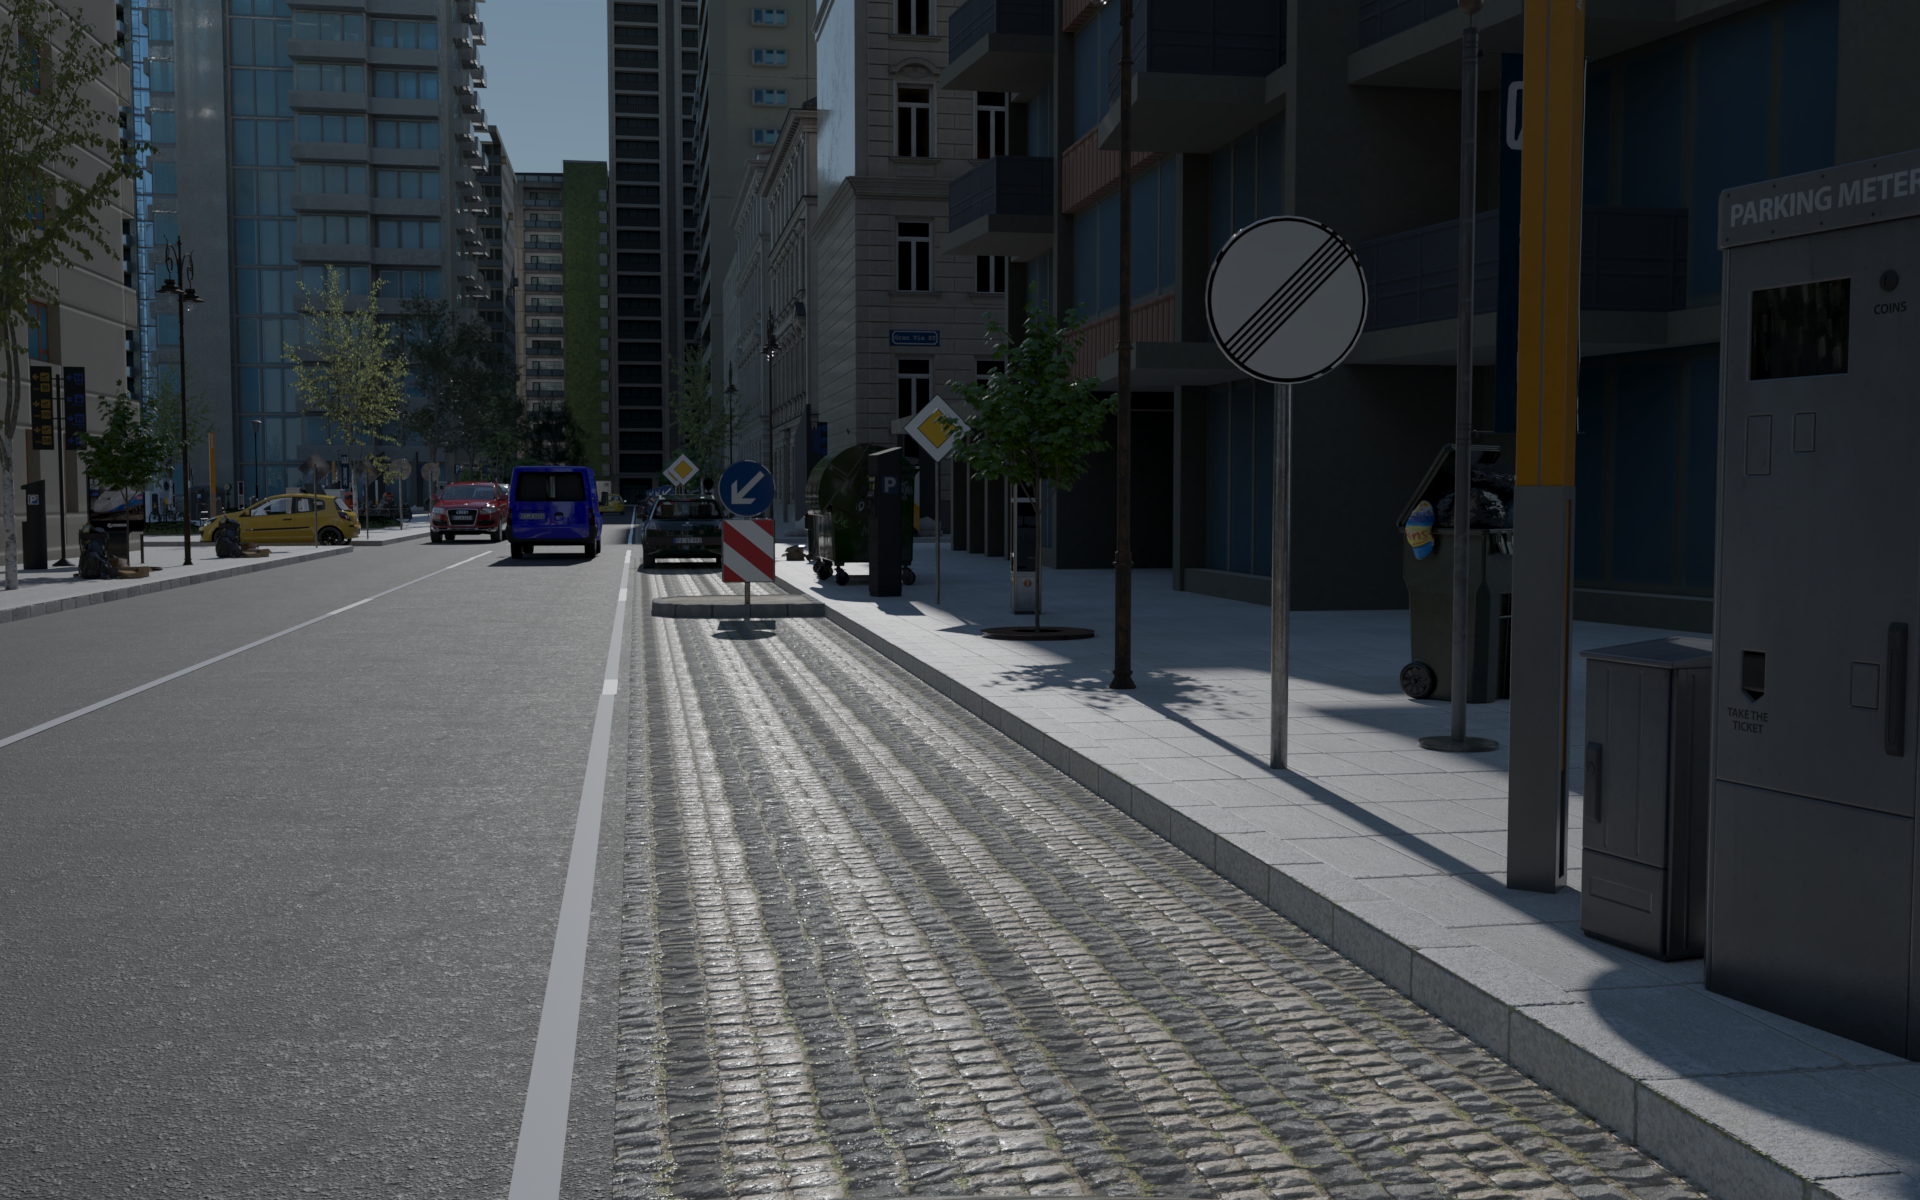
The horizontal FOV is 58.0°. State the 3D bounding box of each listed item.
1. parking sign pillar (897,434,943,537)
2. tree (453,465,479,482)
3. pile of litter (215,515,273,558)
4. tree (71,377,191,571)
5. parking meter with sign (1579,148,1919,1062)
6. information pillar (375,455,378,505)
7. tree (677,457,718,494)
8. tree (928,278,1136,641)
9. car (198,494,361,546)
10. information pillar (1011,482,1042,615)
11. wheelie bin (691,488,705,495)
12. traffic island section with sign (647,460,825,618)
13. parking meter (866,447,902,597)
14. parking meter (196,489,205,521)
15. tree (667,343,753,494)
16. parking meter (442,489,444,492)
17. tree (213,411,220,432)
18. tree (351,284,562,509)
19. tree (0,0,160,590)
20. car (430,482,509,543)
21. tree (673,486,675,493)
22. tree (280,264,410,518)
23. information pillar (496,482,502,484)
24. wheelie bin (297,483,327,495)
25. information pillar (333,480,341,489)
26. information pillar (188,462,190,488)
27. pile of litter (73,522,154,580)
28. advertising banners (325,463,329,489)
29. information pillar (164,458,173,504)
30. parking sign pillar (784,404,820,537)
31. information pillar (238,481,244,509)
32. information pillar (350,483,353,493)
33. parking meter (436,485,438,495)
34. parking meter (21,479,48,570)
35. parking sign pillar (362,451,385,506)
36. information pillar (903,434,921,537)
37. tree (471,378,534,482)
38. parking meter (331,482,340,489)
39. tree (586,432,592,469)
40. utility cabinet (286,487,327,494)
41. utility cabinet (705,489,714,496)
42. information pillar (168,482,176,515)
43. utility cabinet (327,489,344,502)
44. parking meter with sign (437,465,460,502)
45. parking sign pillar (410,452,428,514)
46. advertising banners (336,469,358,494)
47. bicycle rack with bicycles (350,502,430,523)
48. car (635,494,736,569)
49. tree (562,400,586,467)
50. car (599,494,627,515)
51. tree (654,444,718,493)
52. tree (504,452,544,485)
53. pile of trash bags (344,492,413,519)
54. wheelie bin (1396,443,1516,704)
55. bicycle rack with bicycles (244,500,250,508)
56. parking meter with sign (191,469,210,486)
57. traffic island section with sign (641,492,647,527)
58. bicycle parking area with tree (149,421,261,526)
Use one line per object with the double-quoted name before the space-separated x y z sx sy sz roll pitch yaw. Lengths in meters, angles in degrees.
"parking sign pillar" -1.239 -3.912 52.429 1.447 3.967 1.447 0 4 4
"tree" -34.001 -7.687 120.288 1.663 3.219 1.824 0 3 0
"pile of litter" -14.655 -1.311 35.393 1.176 0.858 1.719 0 4 -4
"tree" -14.010 -2.100 28.943 1.663 3.219 1.824 0 3 0
"parking meter with sign" 2.247 -0.485 4.199 0.543 3.016 1.738 -1 4 -22
"information pillar" -34.794 -6.846 103.292 0.183 3.616 0.504 -2 4 -23
"tree" -14.852 -6.361 98.598 1.663 3.219 1.824 0 3 0
"tree" 0.689 -1.289 15.681 1.663 3.219 1.824 0 3 0
"car" -17.982 -2.176 45.808 3.980 1.641 2.015 -1 4 -10
"information pillar" 0.706 -0.856 18.493 0.304 2.012 0.304 0 4 -5
"wheelie bin" -12.921 -4.765 85.821 0.980 1.594 0.693 2 4 27
"traffic island section with sign" -2.720 -0.752 20.918 1.989 1.847 2.006 -1 4 -11
"parking meter" -0.947 -0.975 21.649 0.399 1.863 0.255 -2 4 -30
"parking meter" -36.525 -4.580 83.300 0.372 1.533 0.369 0 3 0
"tree" -12.376 -8.163 83.824 4.737 8.622 4.395 0 3 0
"parking meter" -22.535 -4.140 76.094 0.372 1.533 0.369 0 3 0
"tree" -41.004 -8.549 90.142 4.737 8.622 4.395 0 3 0
"tree" -23.990 -8.777 77.918 8.767 10.594 7.601 3 4 36
"tree" -12.972 -4.439 22.936 4.737 8.622 4.395 0 3 0
"car" -14.905 -2.707 52.930 2.281 1.827 5.304 -1 4 -9
"tree" -28.083 -10.860 172.166 1.663 3.219 1.824 0 3 0
"tree" -19.368 -6.412 55.191 4.360 8.622 3.978 0 3 0
"information pillar" -27.068 -5.953 101.820 0.304 2.012 0.304 -2 4 -26
"wheelie bin" -18.097 -2.473 48.336 0.693 1.594 0.980 2 4 24
"information pillar" -32.239 -5.209 89.655 0.304 2.012 0.304 1 4 23
"information pillar" -48.545 -7.184 108.812 0.504 3.616 0.183 2 4 31
"pile of litter" -13.092 -0.780 26.720 1.176 0.858 1.719 -1 4 -17
"advertising banners" -35.772 -6.170 97.069 0.090 3.025 2.074 0 4 2
"information pillar" -50.750 -7.325 111.121 0.504 3.616 0.183 -2 4 -23
"parking sign pillar" -4.638 -3.921 52.586 1.447 3.967 1.447 -1 4 -21
"information pillar" -41.662 -5.864 100.365 0.304 2.012 0.304 -2 4 -26
"information pillar" -40.655 -6.821 116.014 0.304 2.012 0.304 0 4 7
"parking meter" -32.750 -6.284 108.456 0.255 1.863 0.399 0 4 -1
"parking meter" -15.760 -1.289 29.482 0.372 1.533 0.369 0 3 0
"parking sign pillar" -36.336 -7.270 107.334 1.447 3.967 1.447 -2 4 -35
"information pillar" -1.426 -3.664 51.267 0.504 3.616 0.183 -1 4 -18
"tree" -28.058 -9.493 105.578 4.737 8.622 4.395 0 3 0
"parking meter" -31.291 -4.960 86.807 0.399 1.863 0.255 2 4 35
"tree" -38.055 -13.786 159.811 8.767 10.594 7.601 0 4 -6
"utility cabinet" -22.125 -3.049 58.528 1.173 1.500 0.318 -2 4 -24
"utility cabinet" -11.593 -4.373 80.178 0.318 1.500 1.173 -1 4 -15
"information pillar" -48.877 -6.293 107.379 0.304 2.012 0.304 0 4 7
"utility cabinet" -29.710 -4.482 81.964 1.173 1.500 0.318 1 4 17
"parking meter with sign" -30.544 -6.500 102.535 1.738 3.016 0.543 1 4 9
"parking sign pillar" -34.697 -7.469 110.589 1.447 3.967 1.447 -2 4 -35
"advertising banners" -42.775 -7.598 120.413 2.074 3.025 0.090 1 4 19
"bicycle rack with bicycles" -26.079 -3.973 78.341 2.925 0.926 2.852 1 4 12
"car" -5.466 -1.516 34.575 2.009 1.686 4.222 -1 4 -10
"tree" -26.037 -9.696 92.945 8.767 10.594 7.601 3 5 42
"car" -23.760 -6.598 118.093 2.015 1.641 3.980 -1 4 -9
"tree" -16.617 -7.524 106.727 4.285 4.588 4.351 0 3 0
"tree" -35.760 -9.721 142.644 4.285 4.588 4.351 0 3 0
"pile of trash bags" -29.934 -4.826 88.655 1.912 1.369 3.447 3 5 43
"wheelie bin" 3.217 -0.182 10.879 0.980 1.594 0.693 -3 5 -43
"bicycle rack with bicycles" -44.933 -5.998 111.449 2.852 0.926 2.925 2 4 32
"parking meter with sign" -51.934 -7.522 119.245 1.738 3.016 0.543 -1 4 -15
"traffic island section with sign" -13.015 -4.130 76.147 1.989 1.847 2.006 -1 4 -11
"bicycle parking area with tree" -30.163 -4.932 67.646 8.231 4.147 9.016 1 4 14
